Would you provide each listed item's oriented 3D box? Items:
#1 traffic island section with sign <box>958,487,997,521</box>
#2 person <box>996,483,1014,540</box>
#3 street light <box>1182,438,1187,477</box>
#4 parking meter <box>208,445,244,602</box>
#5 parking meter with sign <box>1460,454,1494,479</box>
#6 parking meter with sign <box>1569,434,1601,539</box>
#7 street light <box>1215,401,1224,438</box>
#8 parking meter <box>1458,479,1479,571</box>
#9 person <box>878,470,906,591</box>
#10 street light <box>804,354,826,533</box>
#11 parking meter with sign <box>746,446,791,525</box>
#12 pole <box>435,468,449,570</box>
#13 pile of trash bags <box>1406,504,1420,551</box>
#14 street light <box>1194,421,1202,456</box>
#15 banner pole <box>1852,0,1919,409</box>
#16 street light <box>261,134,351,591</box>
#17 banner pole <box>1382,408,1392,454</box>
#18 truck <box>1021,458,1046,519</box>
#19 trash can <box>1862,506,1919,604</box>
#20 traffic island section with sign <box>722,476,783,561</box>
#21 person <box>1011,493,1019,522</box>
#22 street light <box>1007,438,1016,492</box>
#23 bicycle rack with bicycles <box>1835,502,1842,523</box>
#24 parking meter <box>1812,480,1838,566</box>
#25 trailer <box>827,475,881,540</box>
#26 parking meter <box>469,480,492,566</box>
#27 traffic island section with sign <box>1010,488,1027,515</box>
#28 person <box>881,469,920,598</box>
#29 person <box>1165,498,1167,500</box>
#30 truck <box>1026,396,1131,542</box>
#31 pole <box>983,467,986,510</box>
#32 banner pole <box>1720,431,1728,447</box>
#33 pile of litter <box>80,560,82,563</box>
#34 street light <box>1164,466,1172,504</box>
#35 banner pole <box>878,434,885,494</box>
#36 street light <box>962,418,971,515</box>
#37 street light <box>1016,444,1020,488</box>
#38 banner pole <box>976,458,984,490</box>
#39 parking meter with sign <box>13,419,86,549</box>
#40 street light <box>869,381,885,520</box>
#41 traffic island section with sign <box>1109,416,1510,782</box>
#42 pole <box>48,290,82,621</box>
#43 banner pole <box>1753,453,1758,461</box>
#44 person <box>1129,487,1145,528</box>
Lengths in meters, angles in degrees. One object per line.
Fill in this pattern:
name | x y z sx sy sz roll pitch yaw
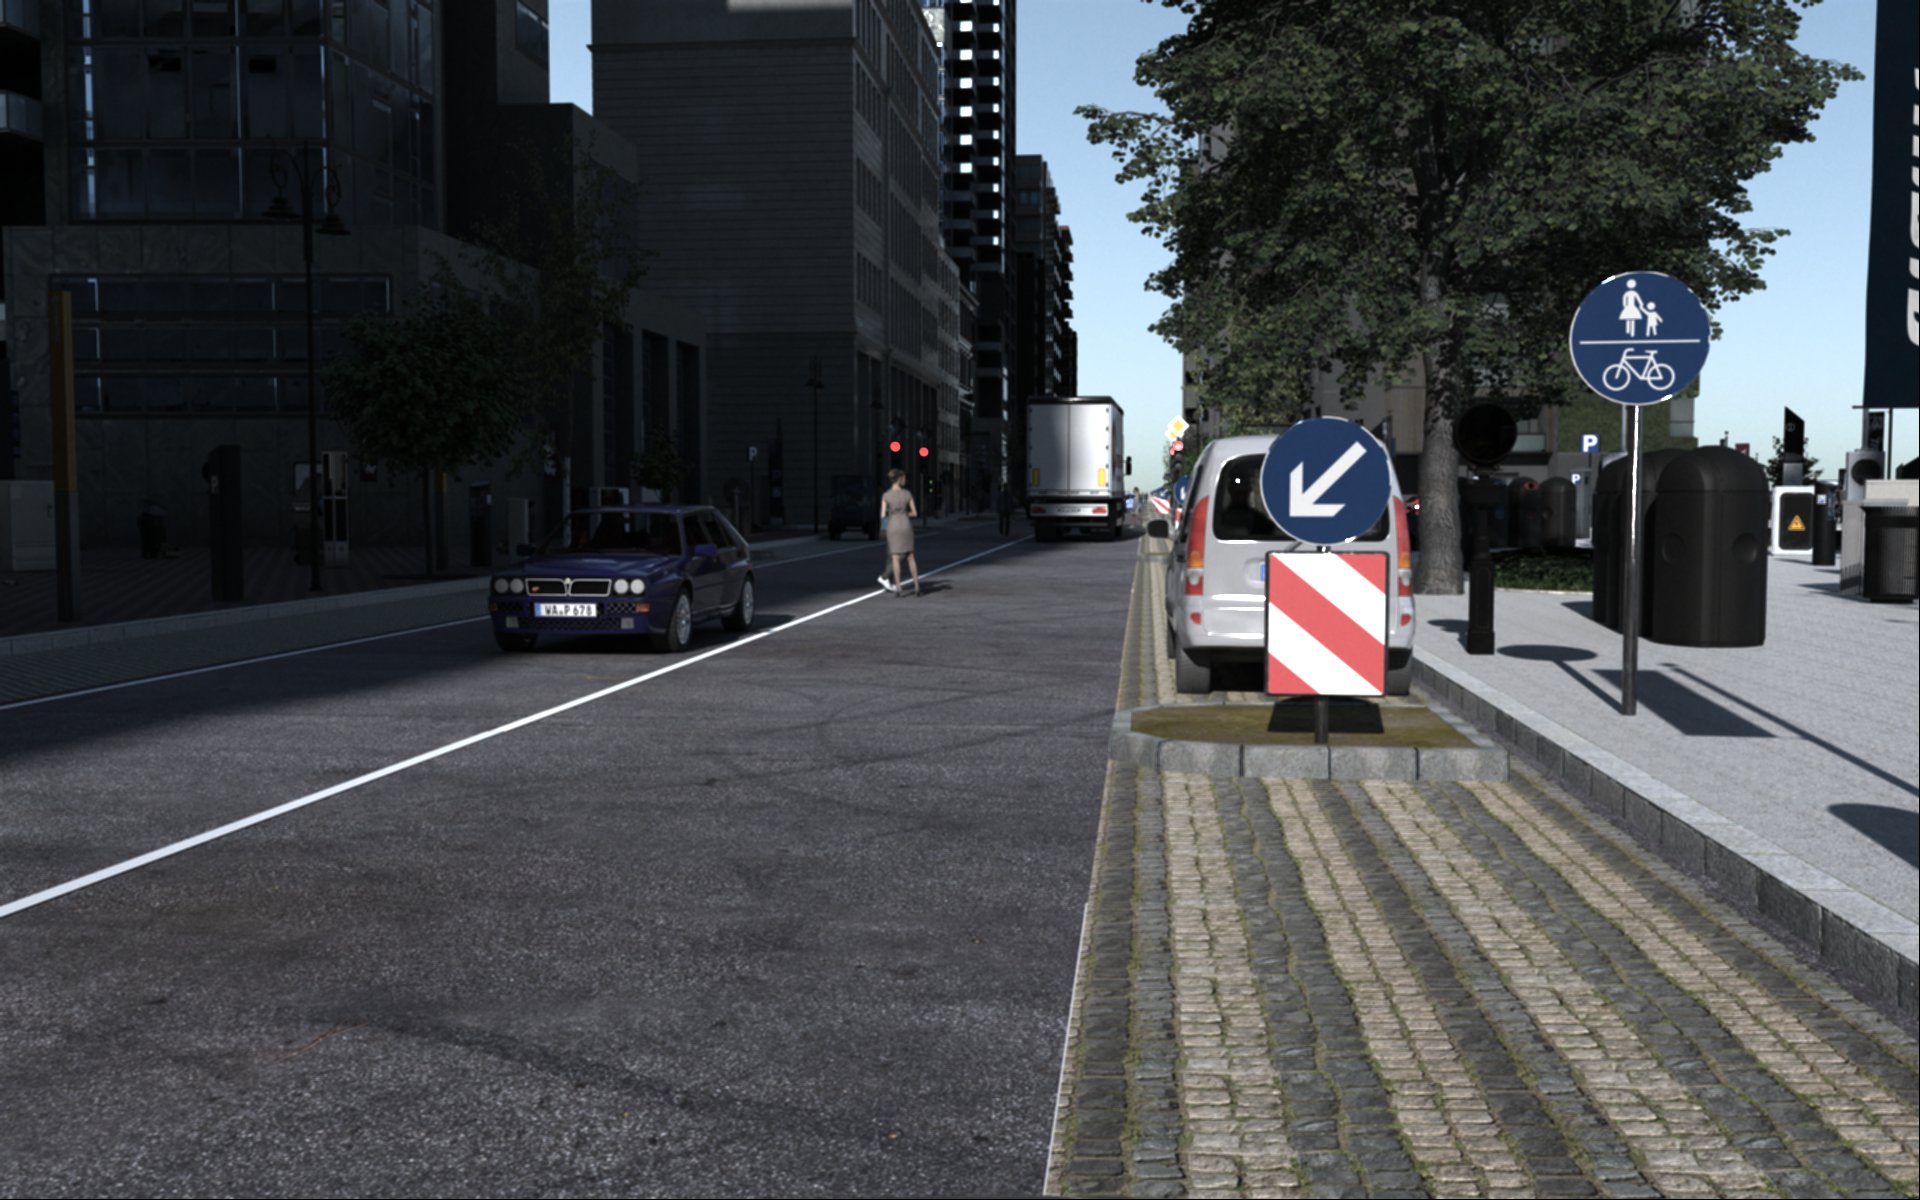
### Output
traffic island section with sign | 0.980 -5.158 92.962 1.989 1.847 2.006 0 4 6
person | 1.409 -2.776 54.235 0.601 1.785 0.444 0 4 -5
street light | 19.273 -10.840 150.020 0.468 5.910 1.993 0 4 6
parking meter | -8.819 -0.923 20.804 0.399 1.863 0.255 3 5 44
parking meter with sign | 17.210 -3.714 56.984 1.738 3.016 0.543 -3 4 -37
parking meter with sign | 17.753 -3.266 49.661 0.543 3.016 1.738 3 5 40
street light | 10.956 -6.119 72.827 0.468 5.910 1.993 0 4 6
parking meter | 8.501 -1.254 28.922 0.372 1.533 0.369 0 3 0
person | -1.002 -1.014 25.416 0.444 1.785 0.601 -1 4 -10
street light | -4.761 -5.161 57.177 0.468 5.910 1.993 0 4 6
parking meter with sign | -6.886 -4.065 62.719 1.738 3.016 0.543 2 4 34
pole | -8.773 -2.166 29.254 0.158 3.312 0.155 0 3 0
pile of trash bags | 8.889 -1.793 39.075 3.447 1.369 1.912 -2 4 -27
street light | 14.720 -8.229 107.324 0.468 5.910 1.993 0 4 6
banner pole | 3.613 -0.983 6.092 0.863 3.779 0.401 1 4 11
street light | -8.537 -3.058 22.780 0.468 5.910 1.993 0 4 6
banner pole | 12.432 -3.700 50.515 0.401 3.779 0.863 2 4 32
truck | 5.329 -6.948 102.508 2.839 4.237 11.283 0 4 6
trash can | 10.959 -0.531 20.341 0.748 1.137 0.748 0 3 0
traffic island section with sign | -4.951 -1.790 37.902 1.989 1.847 2.006 0 4 6
person | 2.712 -4.732 88.458 0.523 1.515 0.503 -3 5 -43
street light | 4.004 -10.195 139.475 0.468 5.910 1.993 0 4 6
bicycle rack with bicycles | 37.846 -3.769 75.000 2.852 0.926 2.925 2 4 29
parking meter | 15.528 -1.387 31.094 0.372 1.533 0.369 0 3 0
trailer | -3.324 -2.796 52.756 1.471 1.999 3.904 0 4 5
parking meter | -8.531 -1.371 30.819 0.372 1.533 0.369 0 3 0
traffic island section with sign | 3.891 -6.810 119.974 1.989 1.847 2.006 0 4 6
person | -0.826 -0.929 24.035 0.599 1.781 0.374 -1 4 -15
person | 14.726 -7.057 124.158 0.850 1.792 0.678 0 4 2
truck | 3.875 -4.059 55.277 2.839 4.237 11.283 0 4 8
pole | 1.854 -8.488 132.619 0.158 3.312 0.155 0 3 0
banner pole | 30.498 -4.844 69.218 0.401 3.779 0.863 0 4 3
pile of litter | -16.946 -1.113 32.164 1.176 0.858 1.719 -1 4 -21
street light | 32.036 -18.013 267.298 0.468 5.910 1.993 0 4 6
banner pole | -3.297 -5.055 72.666 0.401 3.779 0.863 -2 4 -24
street light | 0.455 -8.099 105.198 0.468 5.910 1.993 0 4 6
street light | 4.772 -10.648 146.884 0.468 5.910 1.993 0 4 6
banner pole | 1.309 -7.896 119.119 0.863 3.779 0.401 3 5 40
parking meter with sign | -21.185 -2.685 40.158 1.738 3.016 0.543 0 4 7
street light | -3.393 -6.004 70.954 0.468 5.910 1.993 0 4 6
traffic island section with sign | 1.836 -0.059 9.598 1.989 1.847 2.006 0 4 6
pole | -9.022 -1.444 17.457 0.158 3.312 0.155 0 3 0
banner pole | 48.694 -7.116 106.366 0.863 3.779 0.401 -1 4 -13
person | 7.459 -3.903 73.059 0.760 1.731 0.466 -2 4 -35
